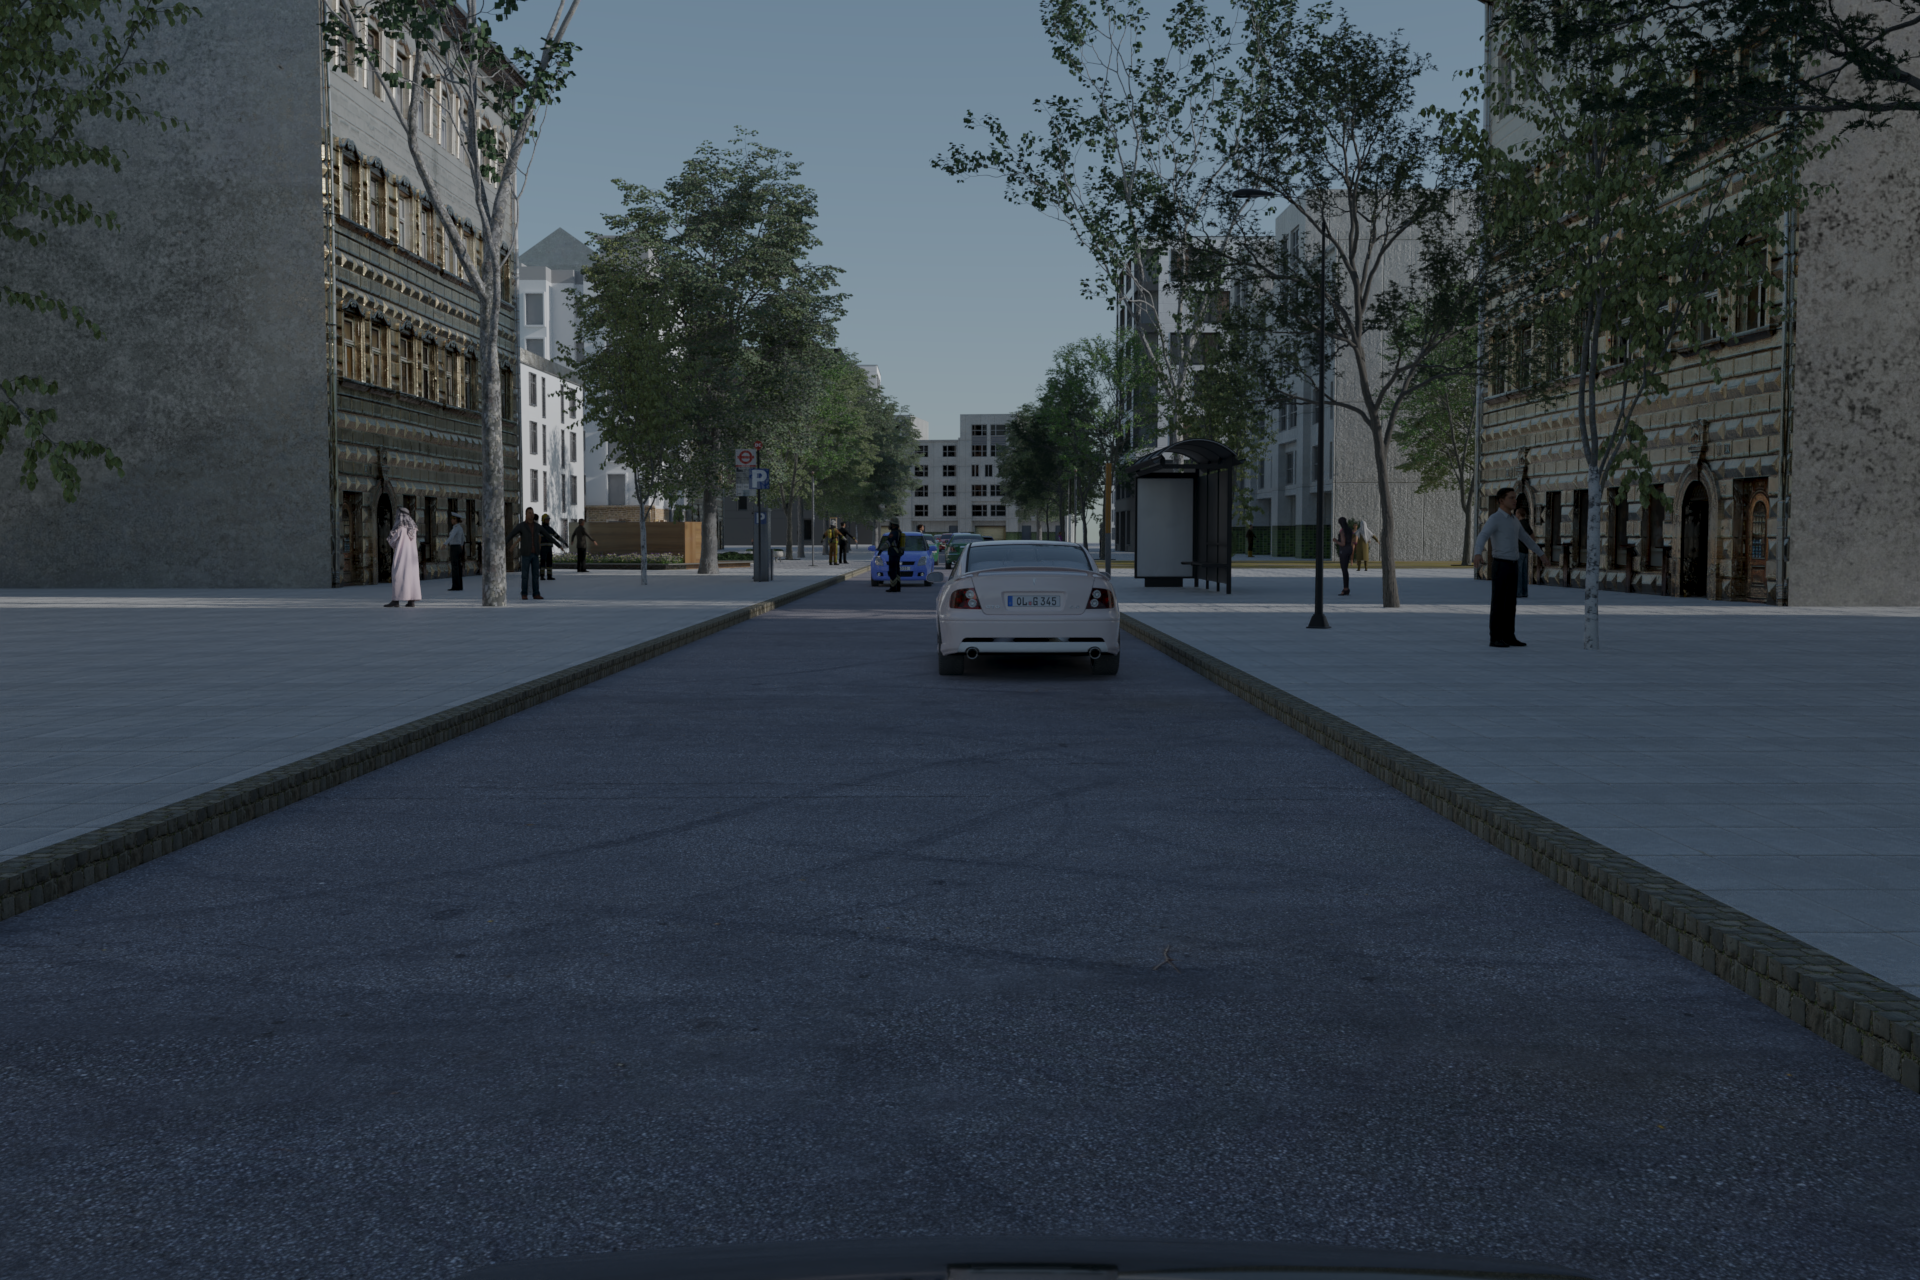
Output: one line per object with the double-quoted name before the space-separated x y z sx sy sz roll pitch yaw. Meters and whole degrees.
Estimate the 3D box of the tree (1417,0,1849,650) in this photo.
"tree" 7.251 -4.194 18.940 4.737 8.622 4.395 0 3 0

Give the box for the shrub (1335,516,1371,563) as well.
"shrub" 17.661 -4.516 77.877 1.661 2.075 1.752 0 3 0

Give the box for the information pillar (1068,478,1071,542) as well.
"information pillar" 4.600 -4.974 72.674 0.183 3.616 0.504 0 4 -1

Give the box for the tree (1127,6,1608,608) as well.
"tree" 7.453 -5.865 30.301 8.767 10.594 7.601 -1 4 -19

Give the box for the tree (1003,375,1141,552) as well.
"tree" 6.747 -9.846 95.393 7.601 10.594 8.767 3 4 39

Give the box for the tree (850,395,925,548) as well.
"tree" -7.937 -15.473 159.642 9.857 13.997 8.962 0 3 0

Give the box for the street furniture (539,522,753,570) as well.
"street furniture" -13.180 -3.598 65.682 9.812 1.723 11.010 1 4 23

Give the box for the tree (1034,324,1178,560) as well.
"tree" 7.270 -9.750 85.164 9.928 11.665 9.643 0 3 0

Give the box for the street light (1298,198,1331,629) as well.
"street light" 5.428 -3.111 23.407 1.470 5.913 1.316 0 4 0

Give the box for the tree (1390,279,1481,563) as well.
"tree" 23.026 -9.749 77.517 7.486 12.596 7.792 0 3 0

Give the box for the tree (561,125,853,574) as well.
"tree" -8.153 -9.105 55.530 9.857 13.997 8.962 0 3 0

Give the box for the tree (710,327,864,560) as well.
"tree" -8.521 -9.740 85.003 9.928 11.665 9.643 0 3 0

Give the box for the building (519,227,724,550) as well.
"building" -28.718 -18.515 133.640 19.493 23.208 18.063 0 4 -1

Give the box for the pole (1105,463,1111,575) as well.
"pole" 4.272 -3.428 49.896 0.158 3.312 0.155 0 3 0

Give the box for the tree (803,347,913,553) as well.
"tree" -7.809 -12.883 117.291 9.857 13.997 8.962 0 3 0

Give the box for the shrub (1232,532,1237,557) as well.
"shrub" 11.806 -4.547 78.761 1.690 2.028 1.600 0 3 0

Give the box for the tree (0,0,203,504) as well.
"tree" -7.970 -3.814 12.715 4.737 8.622 4.395 0 3 0

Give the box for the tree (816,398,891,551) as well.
"tree" -8.985 -13.114 132.544 7.486 12.596 7.792 0 3 0

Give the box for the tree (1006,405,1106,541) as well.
"tree" 6.556 -11.121 116.239 7.601 10.594 8.767 0 4 -6

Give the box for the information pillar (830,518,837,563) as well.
"information pillar" -5.698 -4.497 78.010 0.304 2.012 0.304 0 4 0

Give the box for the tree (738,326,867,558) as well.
"tree" -9.050 -10.735 93.636 7.486 12.596 7.792 0 3 0

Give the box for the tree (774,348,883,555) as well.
"tree" -8.482 -11.462 105.536 7.486 12.596 7.792 0 3 0

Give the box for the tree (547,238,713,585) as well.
"tree" -7.988 -5.669 43.049 4.737 8.622 4.395 0 3 0

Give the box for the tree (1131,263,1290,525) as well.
"tree" 6.909 -5.853 46.065 4.737 8.622 4.395 0 3 0

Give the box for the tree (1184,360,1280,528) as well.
"tree" 10.965 -7.486 72.764 4.737 8.622 4.395 0 3 0

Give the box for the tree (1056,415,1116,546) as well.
"tree" 7.617 -9.512 105.876 4.737 8.622 4.395 0 3 0

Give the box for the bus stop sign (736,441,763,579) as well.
"bus stop sign" -5.984 -3.725 49.599 0.855 3.939 0.416 0 4 -1

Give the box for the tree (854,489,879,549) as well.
"tree" -8.579 -12.004 146.624 4.737 8.622 4.395 0 3 0

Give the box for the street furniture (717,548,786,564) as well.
"street furniture" -12.750 -3.816 78.013 10.072 0.657 5.734 1 4 22

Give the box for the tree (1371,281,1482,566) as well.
"tree" 20.332 -8.777 69.264 9.928 11.665 9.643 0 3 0

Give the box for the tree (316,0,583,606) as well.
"tree" -9.757 -10.652 30.044 12.611 20.169 13.585 0 3 0

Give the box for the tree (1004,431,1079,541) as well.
"tree" 7.179 -12.957 146.257 7.601 10.594 8.767 0 4 -1

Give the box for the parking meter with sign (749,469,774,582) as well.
"parking meter with sign" -5.342 -3.099 46.935 0.543 3.016 1.738 0 4 0

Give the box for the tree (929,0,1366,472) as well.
"tree" 5.759 -12.243 56.069 12.611 20.169 13.585 0 3 0

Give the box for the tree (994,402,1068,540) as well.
"tree" 7.628 -15.822 165.347 9.857 13.997 8.962 0 3 0

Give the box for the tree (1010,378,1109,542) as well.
"tree" 7.329 -12.668 125.247 7.486 12.596 7.792 0 3 0

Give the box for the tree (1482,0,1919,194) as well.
"tree" 6.572 -4.613 9.829 7.601 10.594 8.767 1 4 23

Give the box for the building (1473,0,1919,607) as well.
"building" 23.737 -12.722 38.941 19.493 23.208 18.063 0 4 0
